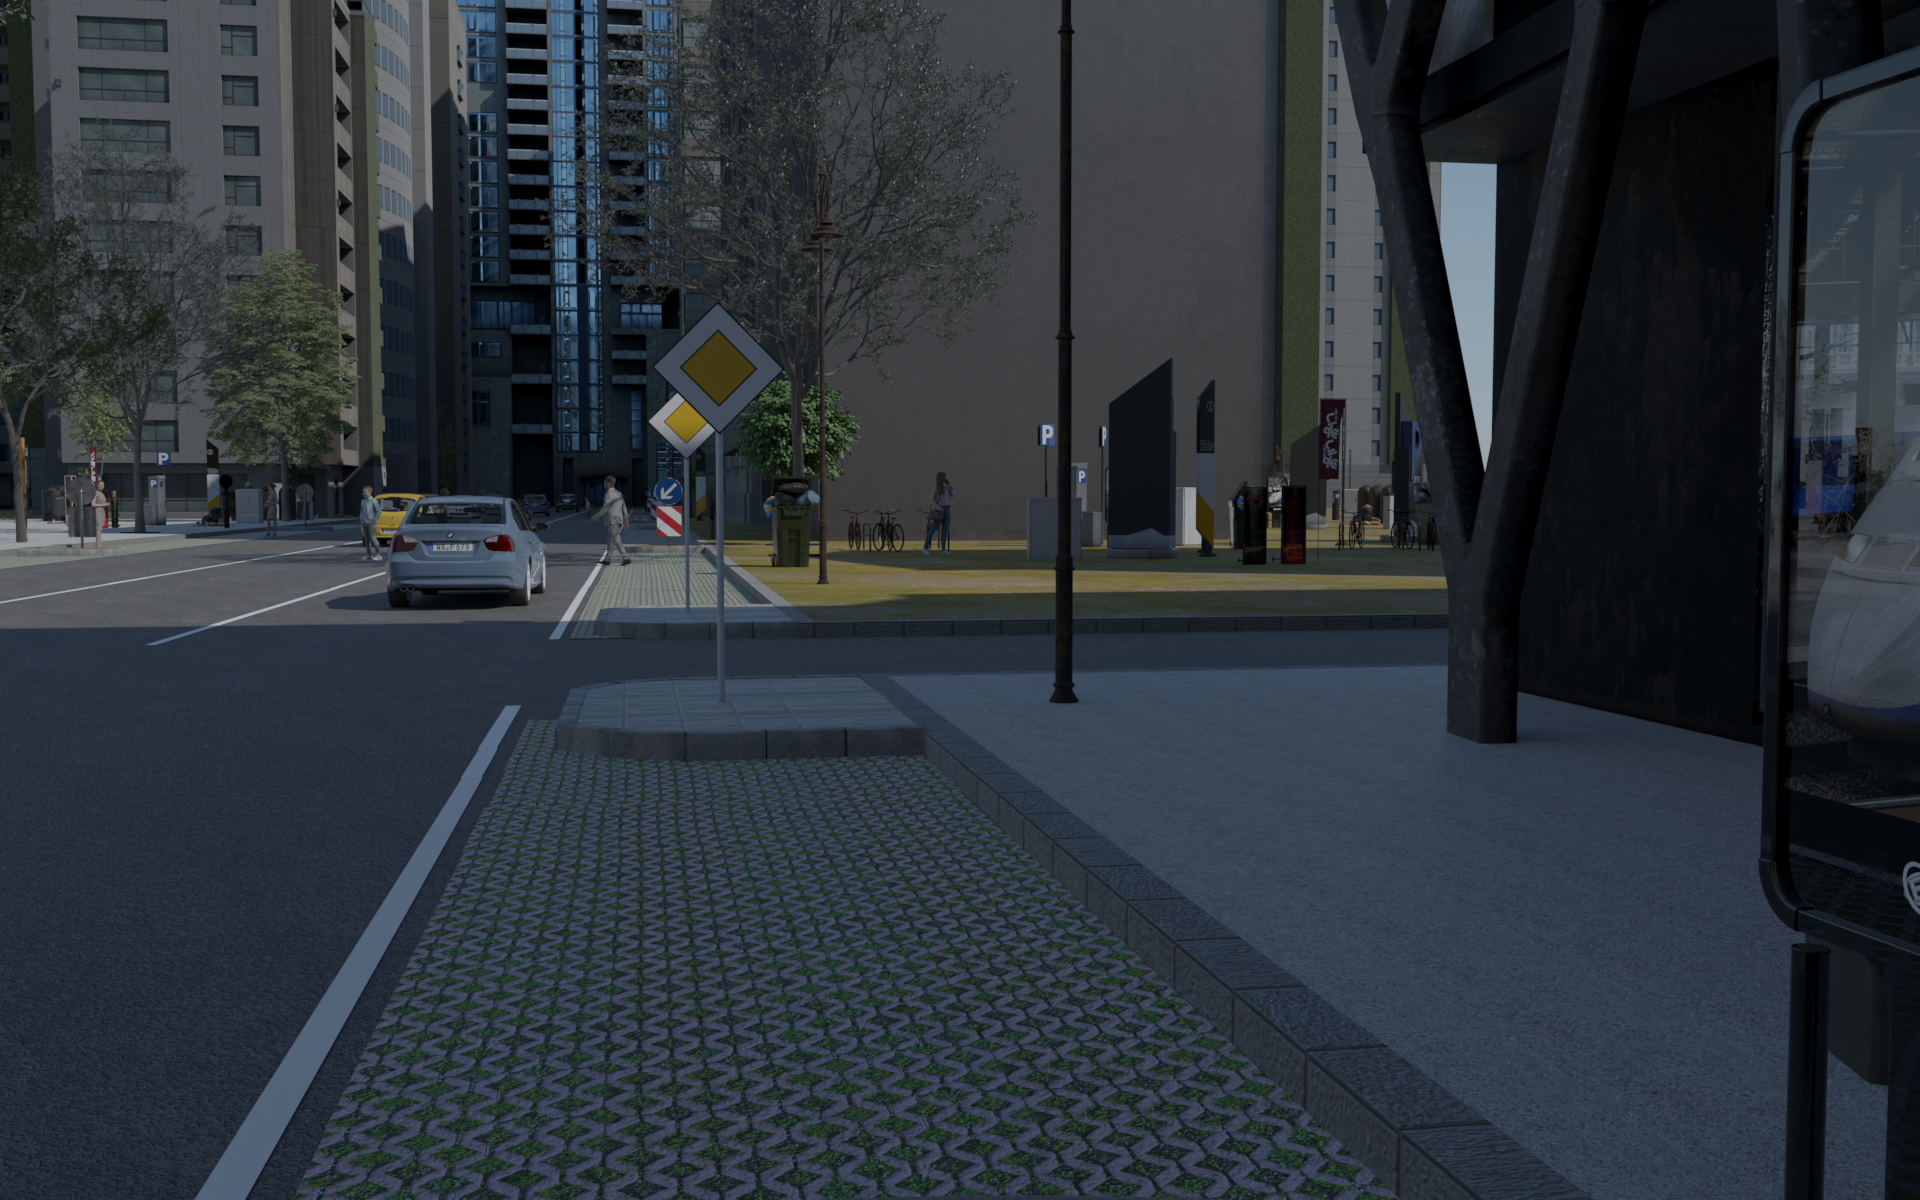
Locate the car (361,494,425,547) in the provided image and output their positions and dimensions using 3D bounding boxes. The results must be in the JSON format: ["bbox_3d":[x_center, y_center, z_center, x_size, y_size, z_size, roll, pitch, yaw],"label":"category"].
[{"bbox_3d":[-15.543,-2.330,48.321,2.015,1.641,3.980,-1,4,-9],"label":"car"}]

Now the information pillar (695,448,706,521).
[{"bbox_3d":[-12.371,-5.585,82.667,0.504,3.616,0.183,1,4,11],"label":"information pillar"}]

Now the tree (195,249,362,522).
[{"bbox_3d":[-31.515,-9.909,80.133,7.486,12.596,7.792,0,3,0],"label":"tree"}]

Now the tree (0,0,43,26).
[{"bbox_3d":[-20.339,-10.474,27.142,12.611,20.169,13.585,0,3,0],"label":"tree"}]

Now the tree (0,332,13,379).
[{"bbox_3d":[-38.597,-7.113,66.668,4.737,8.622,4.395,0,3,0],"label":"tree"}]

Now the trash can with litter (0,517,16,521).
[{"bbox_3d":[-46.672,-4.475,84.225,2.233,1.210,1.678,0,4,1],"label":"trash can with litter"}]

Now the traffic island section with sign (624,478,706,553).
[{"bbox_3d":[-7.303,-2.086,42.741,1.989,1.847,2.006,-1,4,-10],"label":"traffic island section with sign"}]

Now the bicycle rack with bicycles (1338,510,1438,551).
[{"bbox_3d":[9.885,-1.636,40.127,2.852,0.926,2.925,1,4,16],"label":"bicycle rack with bicycles"}]

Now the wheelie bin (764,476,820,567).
[{"bbox_3d":[-2.938,-1.380,30.470,0.980,1.594,0.693,-1,4,-15],"label":"wheelie bin"}]

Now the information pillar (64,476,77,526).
[{"bbox_3d":[-35.334,-3.935,68.828,0.304,2.012,0.304,0,4,5],"label":"information pillar"}]

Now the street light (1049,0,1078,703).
[{"bbox_3d":[0.641,-2.308,10.518,0.468,5.910,1.993,-1,4,-10],"label":"street light"}]

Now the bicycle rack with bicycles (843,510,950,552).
[{"bbox_3d":[-1.359,-1.592,39.409,2.852,0.926,2.925,0,4,-7],"label":"bicycle rack with bicycles"}]

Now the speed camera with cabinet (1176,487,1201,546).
[{"bbox_3d":[5.279,-2.966,42.837,0.660,3.252,2.038,3,5,40],"label":"speed camera with cabinet"}]

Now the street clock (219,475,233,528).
[{"bbox_3d":[-27.495,-3.690,64.902,0.471,2.002,0.358,-2,4,-26],"label":"street clock"}]

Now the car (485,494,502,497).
[{"bbox_3d":[-34.496,-7.204,128.004,2.015,1.641,3.980,-1,4,-12],"label":"car"}]

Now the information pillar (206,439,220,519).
[{"bbox_3d":[-31.726,-5.027,73.548,0.504,3.616,0.183,-2,4,-25],"label":"information pillar"}]

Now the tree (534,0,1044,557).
[{"bbox_3d":[-3.283,-7.631,35.144,12.009,13.543,11.850,0,3,0],"label":"tree"}]

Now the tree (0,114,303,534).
[{"bbox_3d":[-26.900,-8.927,56.323,12.009,13.543,11.850,0,3,0],"label":"tree"}]

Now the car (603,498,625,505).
[{"bbox_3d":[-30.717,-8.860,153.664,1.959,1.807,4.718,-1,4,-8],"label":"car"}]

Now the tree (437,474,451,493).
[{"bbox_3d":[-42.474,-9.072,142.928,1.663,3.219,1.824,0,3,0],"label":"tree"}]

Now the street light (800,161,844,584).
[{"bbox_3d":[-1.950,-3.162,24.494,0.468,5.910,1.993,-1,4,-10],"label":"street light"}]

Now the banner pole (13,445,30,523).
[{"bbox_3d":[-42.167,-5.368,77.783,0.863,3.779,0.401,0,4,5],"label":"banner pole"}]

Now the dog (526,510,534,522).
[{"bbox_3d":[-17.048,-3.119,67.832,0.513,0.831,0.800,-2,4,-31],"label":"dog"}]

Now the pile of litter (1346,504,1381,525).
[{"bbox_3d":[16.899,-3.532,71.712,1.719,0.858,1.176,1,4,20],"label":"pile of litter"}]

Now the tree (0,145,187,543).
[{"bbox_3d":[-24.931,-6.818,45.889,8.767,10.594,7.601,-1,4,-17],"label":"tree"}]

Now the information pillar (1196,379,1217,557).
[{"bbox_3d":[5.014,-2.689,35.316,0.504,3.616,0.183,-3,5,-41],"label":"information pillar"}]

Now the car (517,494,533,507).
[{"bbox_3d":[-38.739,-8.978,155.579,1.959,1.807,4.718,-1,4,-9],"label":"car"}]

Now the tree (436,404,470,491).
[{"bbox_3d":[-41.401,-11.453,137.624,4.737,8.622,4.395,0,3,0],"label":"tree"}]

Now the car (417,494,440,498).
[{"bbox_3d":[-24.635,-4.250,79.711,2.015,1.641,3.980,-1,4,-11],"label":"car"}]

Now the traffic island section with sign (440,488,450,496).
[{"bbox_3d":[-34.548,-6.580,116.208,1.989,1.847,2.006,-1,4,-10],"label":"traffic island section with sign"}]

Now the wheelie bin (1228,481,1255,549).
[{"bbox_3d":[6.657,-1.998,40.569,0.693,1.594,0.980,0,4,0],"label":"wheelie bin"}]

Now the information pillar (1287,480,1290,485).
[{"bbox_3d":[17.597,-5.395,92.694,0.304,2.012,0.304,-2,4,-26],"label":"information pillar"}]

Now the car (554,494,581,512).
[{"bbox_3d":[-31.134,-7.683,137.415,2.131,1.459,4.920,-1,4,-12],"label":"car"}]

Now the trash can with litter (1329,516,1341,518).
[{"bbox_3d":[20.486,-5.044,93.530,1.678,1.210,2.233,3,4,38],"label":"trash can with litter"}]

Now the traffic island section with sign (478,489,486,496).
[{"bbox_3d":[-39.552,-8.248,143.486,1.989,1.847,2.006,-1,4,-10],"label":"traffic island section with sign"}]

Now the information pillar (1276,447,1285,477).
[{"bbox_3d":[15.884,-5.790,86.015,0.183,3.616,0.504,-3,4,-39],"label":"information pillar"}]

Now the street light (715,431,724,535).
[{"bbox_3d":[-8.244,-5.250,58.623,0.468,5.910,1.993,-1,4,-10],"label":"street light"}]

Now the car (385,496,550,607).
[{"bbox_3d":[-6.592,-0.693,23.334,2.014,1.417,4.499,-1,4,-9],"label":"car"}]

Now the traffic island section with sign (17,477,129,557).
[{"bbox_3d":[-20.642,-1.947,40.464,1.989,1.847,2.006,-1,4,-10],"label":"traffic island section with sign"}]

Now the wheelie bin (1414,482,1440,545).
[{"bbox_3d":[11.945,-2.207,43.999,0.980,1.594,0.693,-3,5,-41],"label":"wheelie bin"}]

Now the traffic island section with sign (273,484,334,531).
[{"bbox_3d":[-25.642,-3.615,67.738,1.989,1.847,2.006,-1,4,-10],"label":"traffic island section with sign"}]

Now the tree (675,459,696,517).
[{"bbox_3d":[-14.882,-6.163,95.359,1.663,3.219,1.824,0,3,0],"label":"tree"}]

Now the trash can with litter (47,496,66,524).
[{"bbox_3d":[-38.323,-3.884,74.553,1.678,1.210,2.233,3,5,39],"label":"trash can with litter"}]

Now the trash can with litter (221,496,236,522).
[{"bbox_3d":[-34.267,-4.282,81.066,1.678,1.210,2.233,-1,4,-15],"label":"trash can with litter"}]

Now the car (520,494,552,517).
[{"bbox_3d":[-27.220,-6.064,111.141,2.014,1.417,4.499,-1,4,-12],"label":"car"}]

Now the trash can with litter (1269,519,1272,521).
[{"bbox_3d":[15.560,-4.378,82.632,2.233,1.210,1.678,-1,4,-20],"label":"trash can with litter"}]

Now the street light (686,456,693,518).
[{"bbox_3d":[-14.370,-7.314,92.367,0.468,5.910,1.993,-1,4,-10],"label":"street light"}]

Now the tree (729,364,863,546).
[{"bbox_3d":[-4.144,-3.650,43.397,4.285,4.588,4.351,0,3,0],"label":"tree"}]

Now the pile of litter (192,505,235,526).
[{"bbox_3d":[-29.747,-3.380,69.223,1.719,0.858,1.176,0,4,2],"label":"pile of litter"}]

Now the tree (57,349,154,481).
[{"bbox_3d":[-39.322,-7.880,79.197,4.737,8.622,4.395,0,3,0],"label":"tree"}]
